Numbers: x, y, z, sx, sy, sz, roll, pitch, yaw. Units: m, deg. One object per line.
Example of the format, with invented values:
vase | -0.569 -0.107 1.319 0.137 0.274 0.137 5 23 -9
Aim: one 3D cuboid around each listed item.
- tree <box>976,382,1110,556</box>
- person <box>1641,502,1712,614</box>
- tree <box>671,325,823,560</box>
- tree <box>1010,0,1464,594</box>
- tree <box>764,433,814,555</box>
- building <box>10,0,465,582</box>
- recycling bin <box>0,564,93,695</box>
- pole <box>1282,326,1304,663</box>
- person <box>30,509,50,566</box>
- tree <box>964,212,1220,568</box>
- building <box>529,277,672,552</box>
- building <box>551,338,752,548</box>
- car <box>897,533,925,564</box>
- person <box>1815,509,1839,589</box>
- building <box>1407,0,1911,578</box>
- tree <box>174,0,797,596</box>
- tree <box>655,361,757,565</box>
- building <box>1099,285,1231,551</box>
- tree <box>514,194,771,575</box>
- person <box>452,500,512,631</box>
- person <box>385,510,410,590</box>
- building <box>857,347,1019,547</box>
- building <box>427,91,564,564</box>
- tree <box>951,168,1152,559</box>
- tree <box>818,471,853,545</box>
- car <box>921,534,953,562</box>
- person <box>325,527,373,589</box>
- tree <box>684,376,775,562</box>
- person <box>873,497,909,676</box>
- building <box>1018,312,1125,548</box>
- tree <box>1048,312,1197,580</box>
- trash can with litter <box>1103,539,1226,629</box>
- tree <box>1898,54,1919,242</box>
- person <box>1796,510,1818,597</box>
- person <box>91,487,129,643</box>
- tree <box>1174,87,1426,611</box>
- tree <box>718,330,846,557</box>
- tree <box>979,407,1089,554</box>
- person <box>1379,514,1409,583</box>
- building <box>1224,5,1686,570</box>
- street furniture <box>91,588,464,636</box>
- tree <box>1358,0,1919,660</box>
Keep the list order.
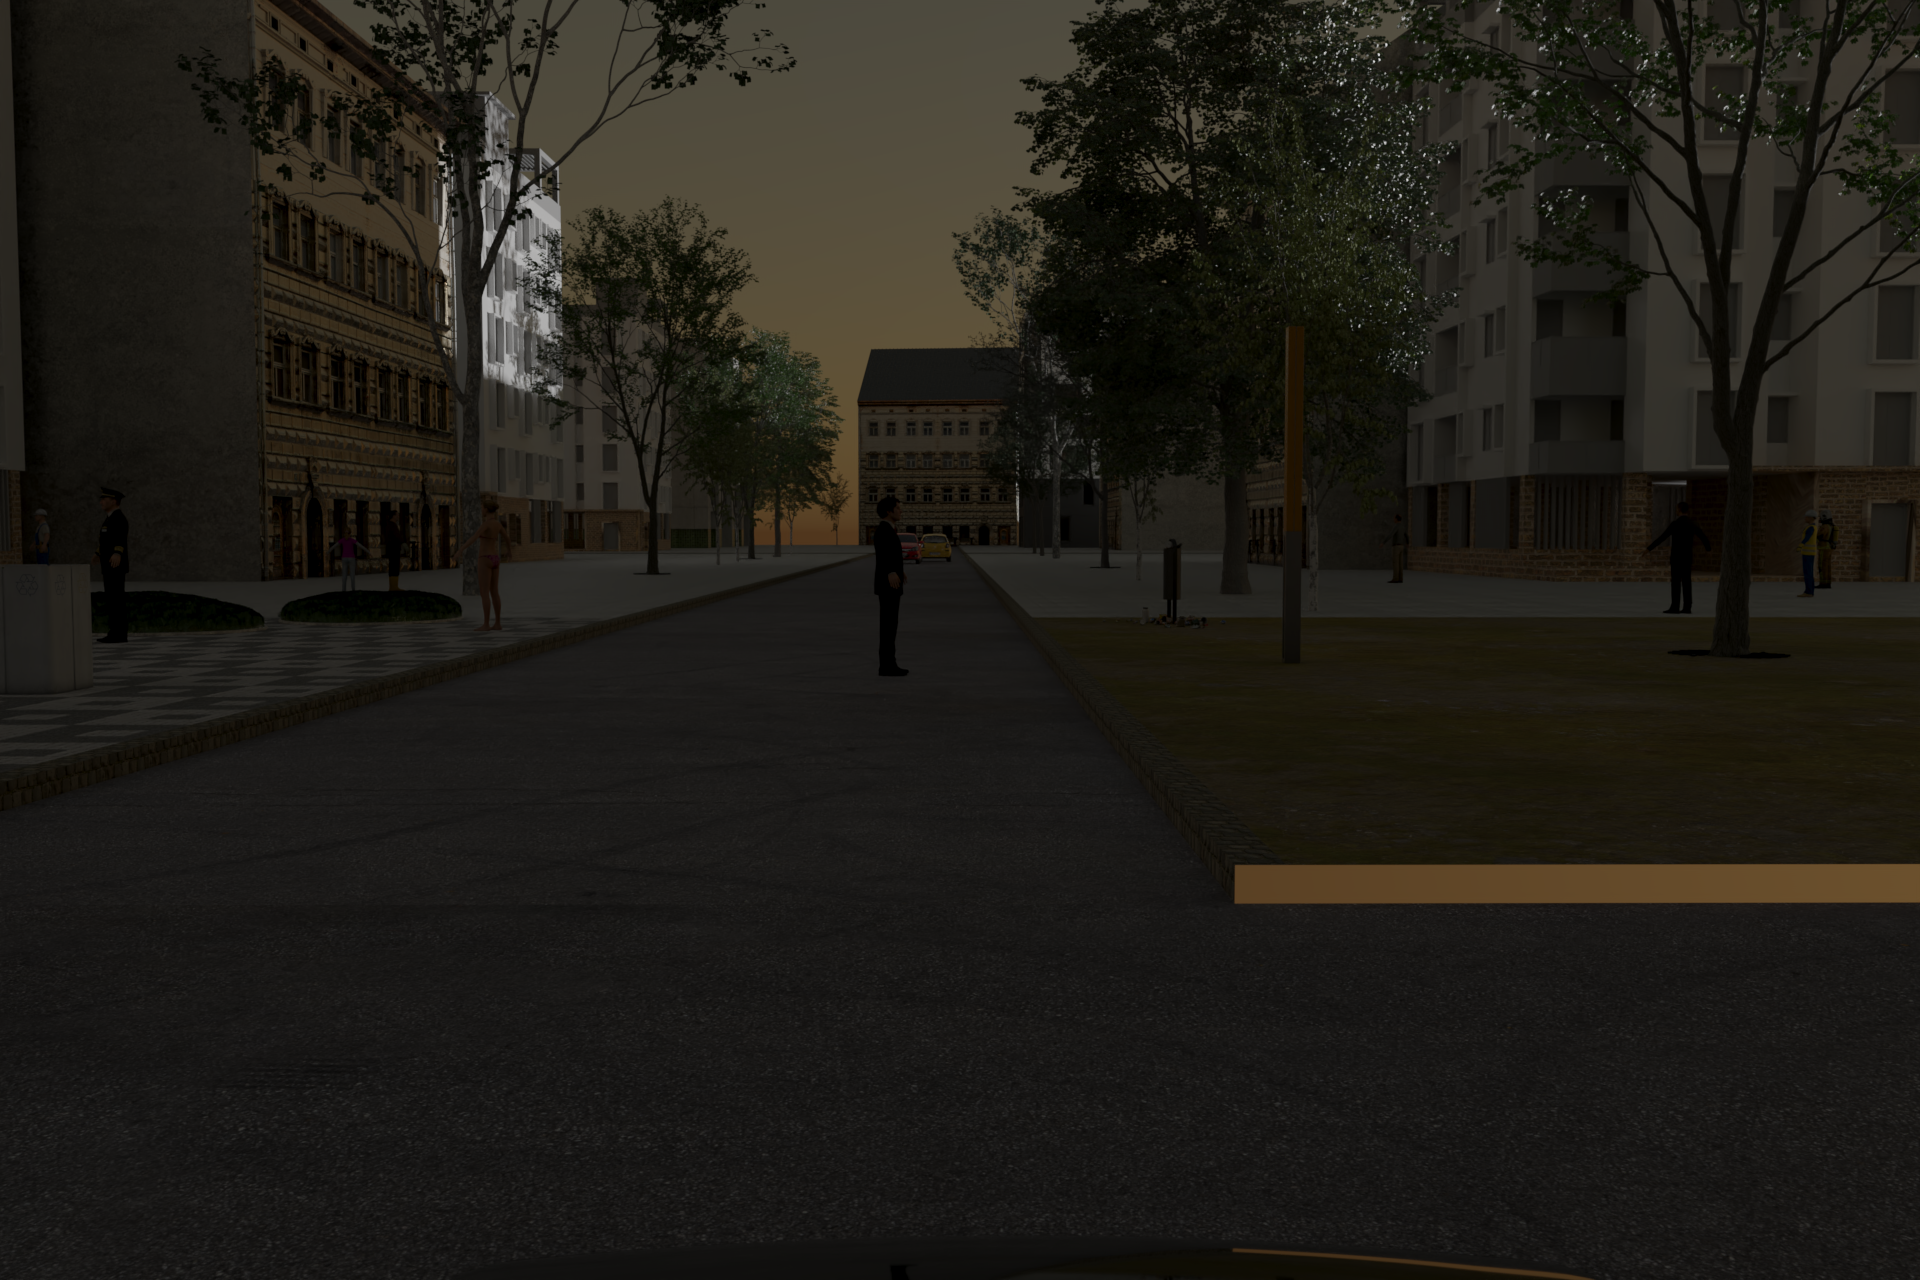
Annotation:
tree | 4.878 -10.188 100.982 8.767 10.594 7.601 1 4 10
person | 11.611 -1.327 27.918 1.346 1.802 0.704 -1 4 -18
tree | -10.701 -9.890 87.457 9.928 11.665 9.643 0 3 0
tree | 5.801 -7.952 36.678 9.857 13.997 8.962 0 3 0
tree | -10.516 -9.656 108.245 4.360 8.622 3.978 0 3 0
building | -27.948 -13.701 54.948 19.493 23.208 18.063 0 3 0
recycling bin | -7.610 -0.098 14.149 0.722 1.027 0.722 0 4 -1
pole | 3.295 -1.425 17.141 0.158 3.312 0.155 0 3 0
person | -20.698 -2.028 39.009 0.705 1.847 1.347 -3 4 -38
tree | 5.335 -9.437 64.667 12.009 13.543 11.850 0 3 0
building | -28.532 -16.669 128.953 16.016 20.090 11.380 0 4 -1
building | -31.047 -18.694 172.104 16.747 18.905 31.486 0 4 1
car | -2.790 -4.591 84.100 2.155 1.783 4.494 0 4 0
person | 20.324 -2.139 40.735 1.354 1.858 0.705 -3 4 -39
building | 20.754 -12.369 58.652 16.016 20.090 11.380 0 3 0
tree | -9.893 -11.080 37.053 12.611 20.169 13.585 0 3 0
tree | -10.189 -7.406 71.444 4.737 8.622 4.395 0 3 0
building | 21.653 -19.097 143.163 19.493 23.208 18.063 0 4 0
tree | -9.790 -7.864 54.334 9.928 11.665 9.643 0 3 0
person | -6.311 -0.990 22.985 0.721 1.733 1.217 1 4 21
person | -12.442 -1.960 38.176 0.704 1.812 1.346 -2 4 -34
building | -1.461 -22.624 203.293 18.063 23.208 19.493 0 4 7
building | -25.061 -13.397 75.460 16.016 20.090 11.380 0 4 -1
tree | 6.207 -14.263 89.082 12.611 20.169 13.585 0 3 0
tree | -14.592 -15.375 201.747 4.737 8.622 4.395 0 3 0
car | -1.333 -4.895 90.249 2.015 1.641 3.980 0 4 -2
person | -13.021 -1.691 36.910 0.991 1.433 0.599 -1 4 -9
tree | -10.423 -7.931 80.028 4.737 8.622 4.395 0 3 0
person | -0.689 -0.547 17.582 0.705 1.806 1.347 0 4 2
building | 19.790 -20.309 176.021 27.936 21.610 32.646 0 4 0
tree | 5.173 -5.966 47.913 4.360 8.622 3.978 0 3 0
trash can with litter | 2.954 -0.821 24.486 1.678 1.210 2.233 0 4 -2
tree | 17.776 -6.061 24.854 9.928 11.665 9.643 0 3 0
person | 17.178 -1.759 35.221 0.721 1.772 1.216 2 4 35
person | -10.026 -0.889 20.464 0.705 1.837 1.347 -2 4 -35
tree | 5.772 -4.779 28.494 4.737 8.622 4.395 0 3 0
tree | -10.134 -10.947 97.109 7.486 12.596 7.792 0 3 0
tree | 5.040 -10.916 112.886 8.767 10.594 7.601 2 4 26
person | 11.421 -2.387 45.300 1.348 1.796 0.705 -3 5 -44
building | 21.749 -14.650 70.458 19.493 23.208 18.063 0 3 0
street furniture | -12.573 -0.552 24.649 10.072 0.657 5.734 0 4 4
tree | 8.028 -5.622 17.683 9.928 11.665 9.643 0 3 0
